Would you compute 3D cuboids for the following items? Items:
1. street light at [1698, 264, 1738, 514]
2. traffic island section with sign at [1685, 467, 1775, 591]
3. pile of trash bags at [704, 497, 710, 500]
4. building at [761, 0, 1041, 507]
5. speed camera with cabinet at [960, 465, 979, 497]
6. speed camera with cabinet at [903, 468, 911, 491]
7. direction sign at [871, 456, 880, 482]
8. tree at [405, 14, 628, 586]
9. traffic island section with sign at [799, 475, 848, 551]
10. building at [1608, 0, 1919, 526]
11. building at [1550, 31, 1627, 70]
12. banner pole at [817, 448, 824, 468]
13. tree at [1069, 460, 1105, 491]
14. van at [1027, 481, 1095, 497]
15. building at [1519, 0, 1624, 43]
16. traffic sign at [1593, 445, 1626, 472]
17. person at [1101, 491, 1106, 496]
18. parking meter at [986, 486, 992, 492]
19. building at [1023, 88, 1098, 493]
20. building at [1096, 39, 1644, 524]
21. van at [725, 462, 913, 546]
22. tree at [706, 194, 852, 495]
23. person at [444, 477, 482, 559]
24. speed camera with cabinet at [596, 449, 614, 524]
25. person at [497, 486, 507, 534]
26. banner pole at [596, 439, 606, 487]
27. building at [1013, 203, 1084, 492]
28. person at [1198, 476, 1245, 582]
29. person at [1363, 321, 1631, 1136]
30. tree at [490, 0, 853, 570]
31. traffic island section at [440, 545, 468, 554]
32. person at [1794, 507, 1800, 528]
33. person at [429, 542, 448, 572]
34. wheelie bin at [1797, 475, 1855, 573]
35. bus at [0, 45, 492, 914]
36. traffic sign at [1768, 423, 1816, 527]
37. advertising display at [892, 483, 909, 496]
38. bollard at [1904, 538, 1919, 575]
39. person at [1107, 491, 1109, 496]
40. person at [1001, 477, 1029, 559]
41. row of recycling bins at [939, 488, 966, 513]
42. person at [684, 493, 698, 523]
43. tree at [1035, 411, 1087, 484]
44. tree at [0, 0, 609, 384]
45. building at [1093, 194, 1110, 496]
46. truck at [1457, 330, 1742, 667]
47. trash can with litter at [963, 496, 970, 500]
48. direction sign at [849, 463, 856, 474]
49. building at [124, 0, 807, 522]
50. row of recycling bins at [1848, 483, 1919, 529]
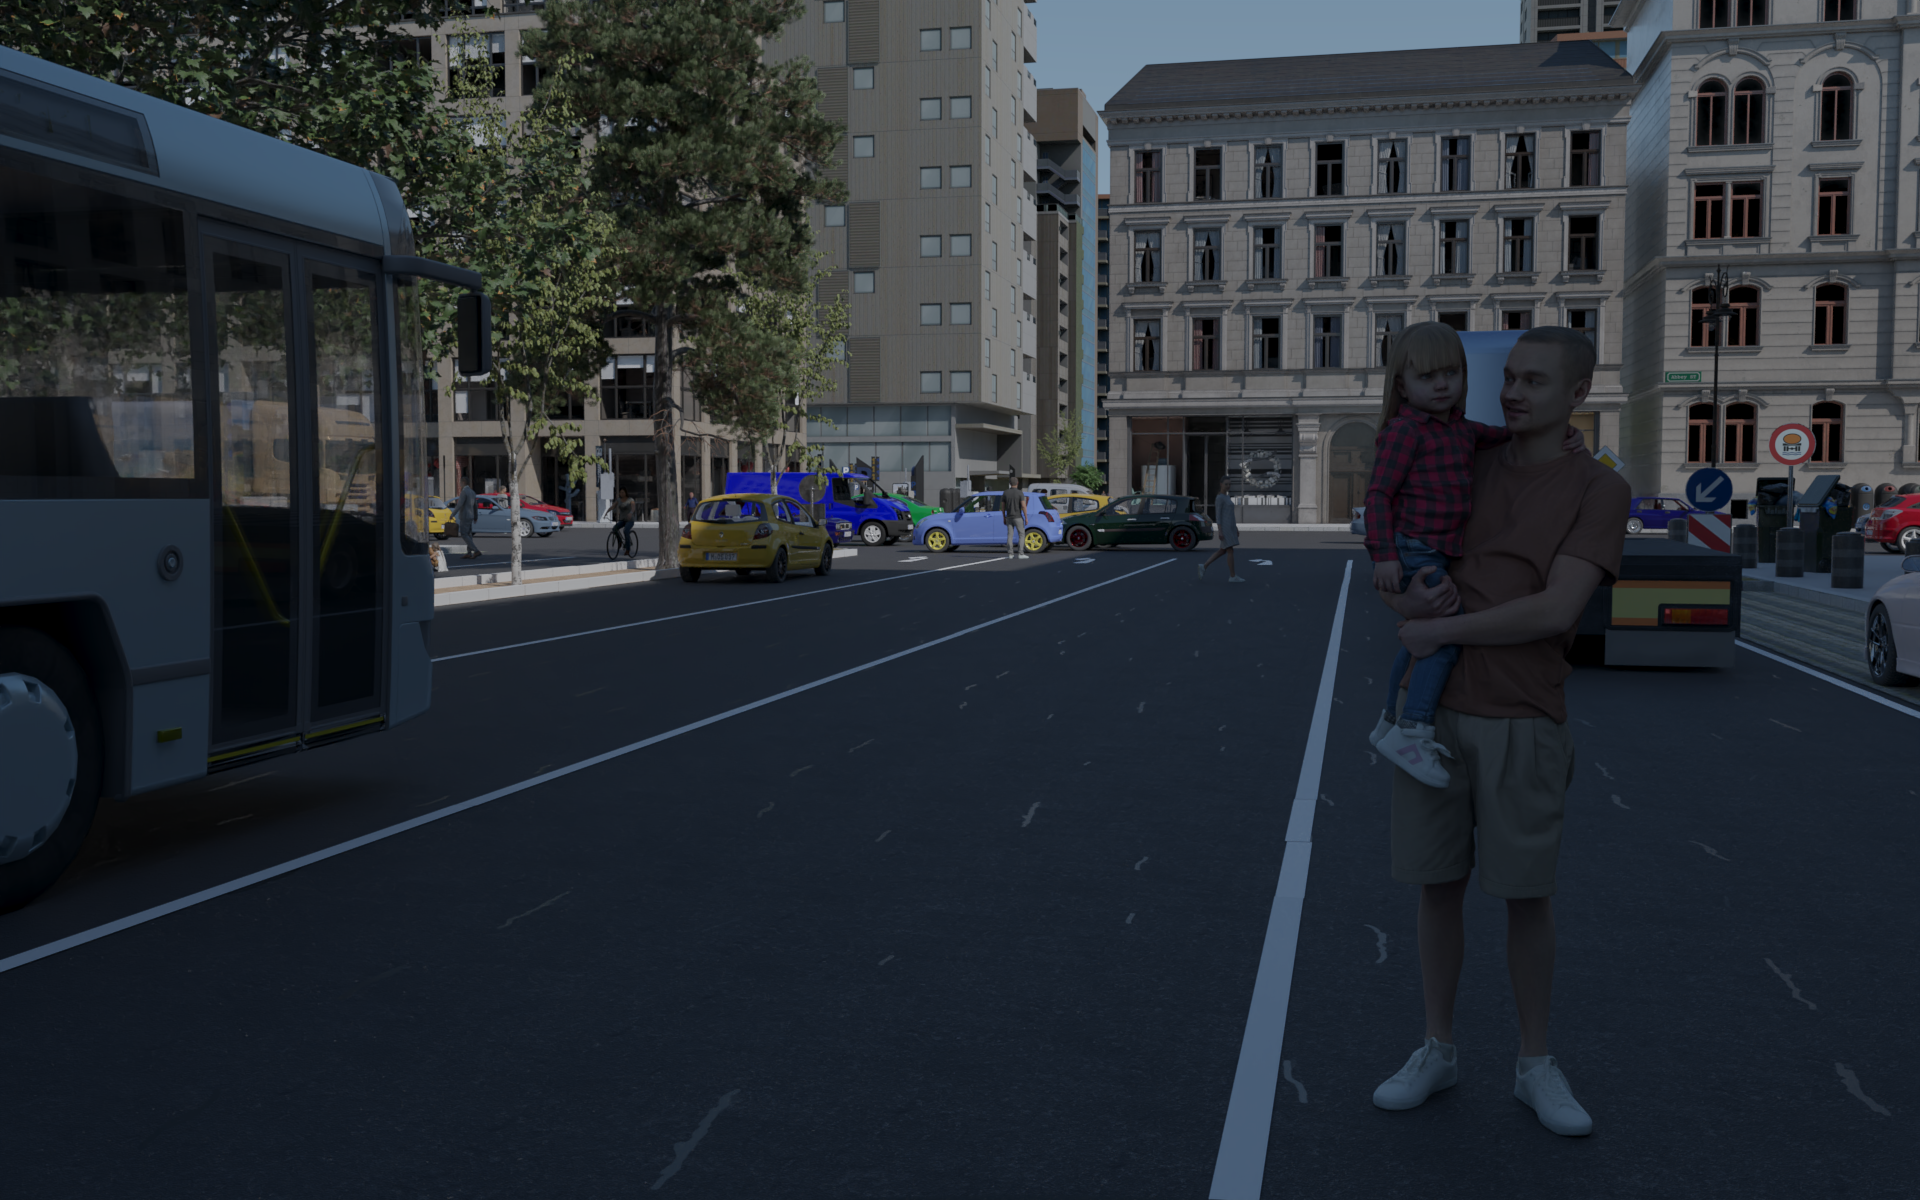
[{"bbox_3d":[15.233,-3.801,34.941,0.468,5.910,1.993,1,4,13],"label":"street light"},{"bbox_3d":[11.161,-1.089,26.435,1.989,1.847,2.006,1,4,13],"label":"traffic island section with sign"},{"bbox_3d":[-9.815,-4.020,75.487,3.447,1.369,1.912,2,4,30],"label":"pile of trash bags"},{"bbox_3d":[-8.417,-34.460,152.661,28.713,52.752,27.495,1,4,13],"label":"building"},{"bbox_3d":[0.643,-7.613,118.807,0.660,3.252,2.038,1,4,23],"label":"speed camera with cabinet"},{"bbox_3d":[-3.594,-8.284,129.777,0.660,3.252,2.038,-2,4,-28],"label":"speed camera with cabinet"},{"bbox_3d":[-5.093,-6.874,104.391,0.379,3.537,0.876,2,4,29],"label":"direction sign"},{"bbox_3d":[-6.809,-4.479,26.049,4.737,8.622,4.395,0,3,0],"label":"tree"},{"bbox_3d":[-3.606,-1.951,40.032,2.006,1.907,1.989,1,4,13],"label":"traffic island section with sign"},{"bbox_3d":[40.588,-17.471,73.034,23.554,28.519,14.401,1,4,13],"label":"building"},{"bbox_3d":[61.744,-31.439,168.655,22.147,44.769,28.867,1,4,13],"label":"building"},{"bbox_3d":[-7.615,-6.417,94.933,0.401,3.779,0.863,-2,4,-34],"label":"banner pole"},{"bbox_3d":[11.923,-10.998,163.537,4.285,4.588,4.351,0,3,0],"label":"tree"},{"bbox_3d":[4.596,-3.710,67.676,4.112,2.044,2.013,1,4,12],"label":"van"},{"bbox_3d":[84.738,-48.318,228.248,20.611,71.187,20.563,1,4,13],"label":"building"},{"bbox_3d":[13.311,-1.966,35.794,0.795,2.450,0.064,1,4,13],"label":"traffic sign"},{"bbox_3d":[17.814,-12.621,215.412,0.990,1.755,0.434,0,4,1],"label":"person"},{"bbox_3d":[2.208,-7.754,132.493,0.255,1.863,0.399,-3,5,-42],"label":"parking meter"},{"bbox_3d":[6.954,-32.976,189.275,14.200,45.320,14.600,1,4,13],"label":"building"},{"bbox_3d":[8.742,-13.964,79.223,40.483,20.767,10.553,1,4,13],"label":"building"},{"bbox_3d":[-3.924,-2.699,48.510,5.245,2.365,2.240,1,4,12],"label":"van"},{"bbox_3d":[-4.081,-5.188,37.640,4.737,8.622,4.395,0,3,0],"label":"tree"},{"bbox_3d":[-10.956,-1.819,38.358,0.853,1.813,0.709,1,4,8],"label":"person"},{"bbox_3d":[-15.583,-4.989,75.909,0.660,3.252,2.038,-1,4,-17],"label":"speed camera with cabinet"},{"bbox_3d":[-16.463,-3.253,62.430,0.466,1.731,0.760,-1,4,-13],"label":"person"},{"bbox_3d":[-16.252,-5.417,78.587,0.863,3.779,0.401,3,4,37],"label":"banner pole"},{"bbox_3d":[4.268,-24.508,172.405,14.160,30.474,14.107,1,4,13],"label":"building"},{"bbox_3d":[4.269,-1.158,28.192,0.760,1.731,0.466,0,4,-4],"label":"person"},{"bbox_3d":[1.185,0.273,4.020,0.580,1.828,0.573,-1,4,-9],"label":"person"},{"bbox_3d":[-5.463,-6.563,31.824,6.751,12.117,7.091,0,3,0],"label":"tree"},{"bbox_3d":[-13.250,-1.207,42.021,2.009,0.180,2.903,1,4,13],"label":"traffic island section"},{"bbox_3d":[20.667,-1.961,42.274,0.444,1.614,0.593,-2,4,-24],"label":"person"},{"bbox_3d":[-9.651,-0.793,31.941,0.357,0.543,0.381,0,4,2],"label":"person"},{"bbox_3d":[14.178,-1.251,28.369,0.693,1.594,0.980,0,4,-5],"label":"wheelie bin"},{"bbox_3d":[-4.985,-0.516,3.303,2.948,3.499,13.247,1,4,12],"label":"bus"},{"bbox_3d":[14.892,-1.893,31.063,0.768,2.556,0.104,1,4,21],"label":"traffic sign"},{"bbox_3d":[-3.511,-5.945,102.407,0.974,1.923,0.123,1,4,15],"label":"advertising display"},{"bbox_3d":[11.378,-0.351,20.451,0.404,0.777,0.398,0,3,0],"label":"bollard"},{"bbox_3d":[18.258,-12.369,211.174,0.568,1.767,0.683,2,4,35],"label":"person"},{"bbox_3d":[1.239,-1.833,38.600,0.598,1.807,0.434,2,4,34],"label":"person"},{"bbox_3d":[-0.409,-7.027,122.003,1.069,1.692,3.534,2,4,25],"label":"row of recycling bins"},{"bbox_3d":[-11.114,-3.670,71.203,0.574,1.496,0.600,3,5,41],"label":"person"},{"bbox_3d":[8.897,-12.133,148.736,4.737,8.622,4.395,0,3,0],"label":"tree"},{"bbox_3d":[-9.035,-6.023,17.939,9.611,12.733,9.660,0,3,0],"label":"tree"},{"bbox_3d":[10.885,-36.201,246.505,28.867,44.769,22.147,1,4,13],"label":"building"},{"bbox_3d":[7.209,-2.032,22.988,2.967,4.110,18.799,1,4,14],"label":"truck"},{"bbox_3d":[0.335,-6.233,113.302,1.055,1.170,0.624,-3,4,-38],"label":"trash can with litter"},{"bbox_3d":[-7.828,-8.304,127.761,0.379,3.537,0.876,3,5,43],"label":"direction sign"},{"bbox_3d":[-27.336,-17.529,91.121,34.151,26.468,19.350,1,4,13],"label":"building"},{"bbox_3d":[33.747,-3.480,64.016,3.534,1.692,1.069,0,4,1],"label":"row of recycling bins"}]
